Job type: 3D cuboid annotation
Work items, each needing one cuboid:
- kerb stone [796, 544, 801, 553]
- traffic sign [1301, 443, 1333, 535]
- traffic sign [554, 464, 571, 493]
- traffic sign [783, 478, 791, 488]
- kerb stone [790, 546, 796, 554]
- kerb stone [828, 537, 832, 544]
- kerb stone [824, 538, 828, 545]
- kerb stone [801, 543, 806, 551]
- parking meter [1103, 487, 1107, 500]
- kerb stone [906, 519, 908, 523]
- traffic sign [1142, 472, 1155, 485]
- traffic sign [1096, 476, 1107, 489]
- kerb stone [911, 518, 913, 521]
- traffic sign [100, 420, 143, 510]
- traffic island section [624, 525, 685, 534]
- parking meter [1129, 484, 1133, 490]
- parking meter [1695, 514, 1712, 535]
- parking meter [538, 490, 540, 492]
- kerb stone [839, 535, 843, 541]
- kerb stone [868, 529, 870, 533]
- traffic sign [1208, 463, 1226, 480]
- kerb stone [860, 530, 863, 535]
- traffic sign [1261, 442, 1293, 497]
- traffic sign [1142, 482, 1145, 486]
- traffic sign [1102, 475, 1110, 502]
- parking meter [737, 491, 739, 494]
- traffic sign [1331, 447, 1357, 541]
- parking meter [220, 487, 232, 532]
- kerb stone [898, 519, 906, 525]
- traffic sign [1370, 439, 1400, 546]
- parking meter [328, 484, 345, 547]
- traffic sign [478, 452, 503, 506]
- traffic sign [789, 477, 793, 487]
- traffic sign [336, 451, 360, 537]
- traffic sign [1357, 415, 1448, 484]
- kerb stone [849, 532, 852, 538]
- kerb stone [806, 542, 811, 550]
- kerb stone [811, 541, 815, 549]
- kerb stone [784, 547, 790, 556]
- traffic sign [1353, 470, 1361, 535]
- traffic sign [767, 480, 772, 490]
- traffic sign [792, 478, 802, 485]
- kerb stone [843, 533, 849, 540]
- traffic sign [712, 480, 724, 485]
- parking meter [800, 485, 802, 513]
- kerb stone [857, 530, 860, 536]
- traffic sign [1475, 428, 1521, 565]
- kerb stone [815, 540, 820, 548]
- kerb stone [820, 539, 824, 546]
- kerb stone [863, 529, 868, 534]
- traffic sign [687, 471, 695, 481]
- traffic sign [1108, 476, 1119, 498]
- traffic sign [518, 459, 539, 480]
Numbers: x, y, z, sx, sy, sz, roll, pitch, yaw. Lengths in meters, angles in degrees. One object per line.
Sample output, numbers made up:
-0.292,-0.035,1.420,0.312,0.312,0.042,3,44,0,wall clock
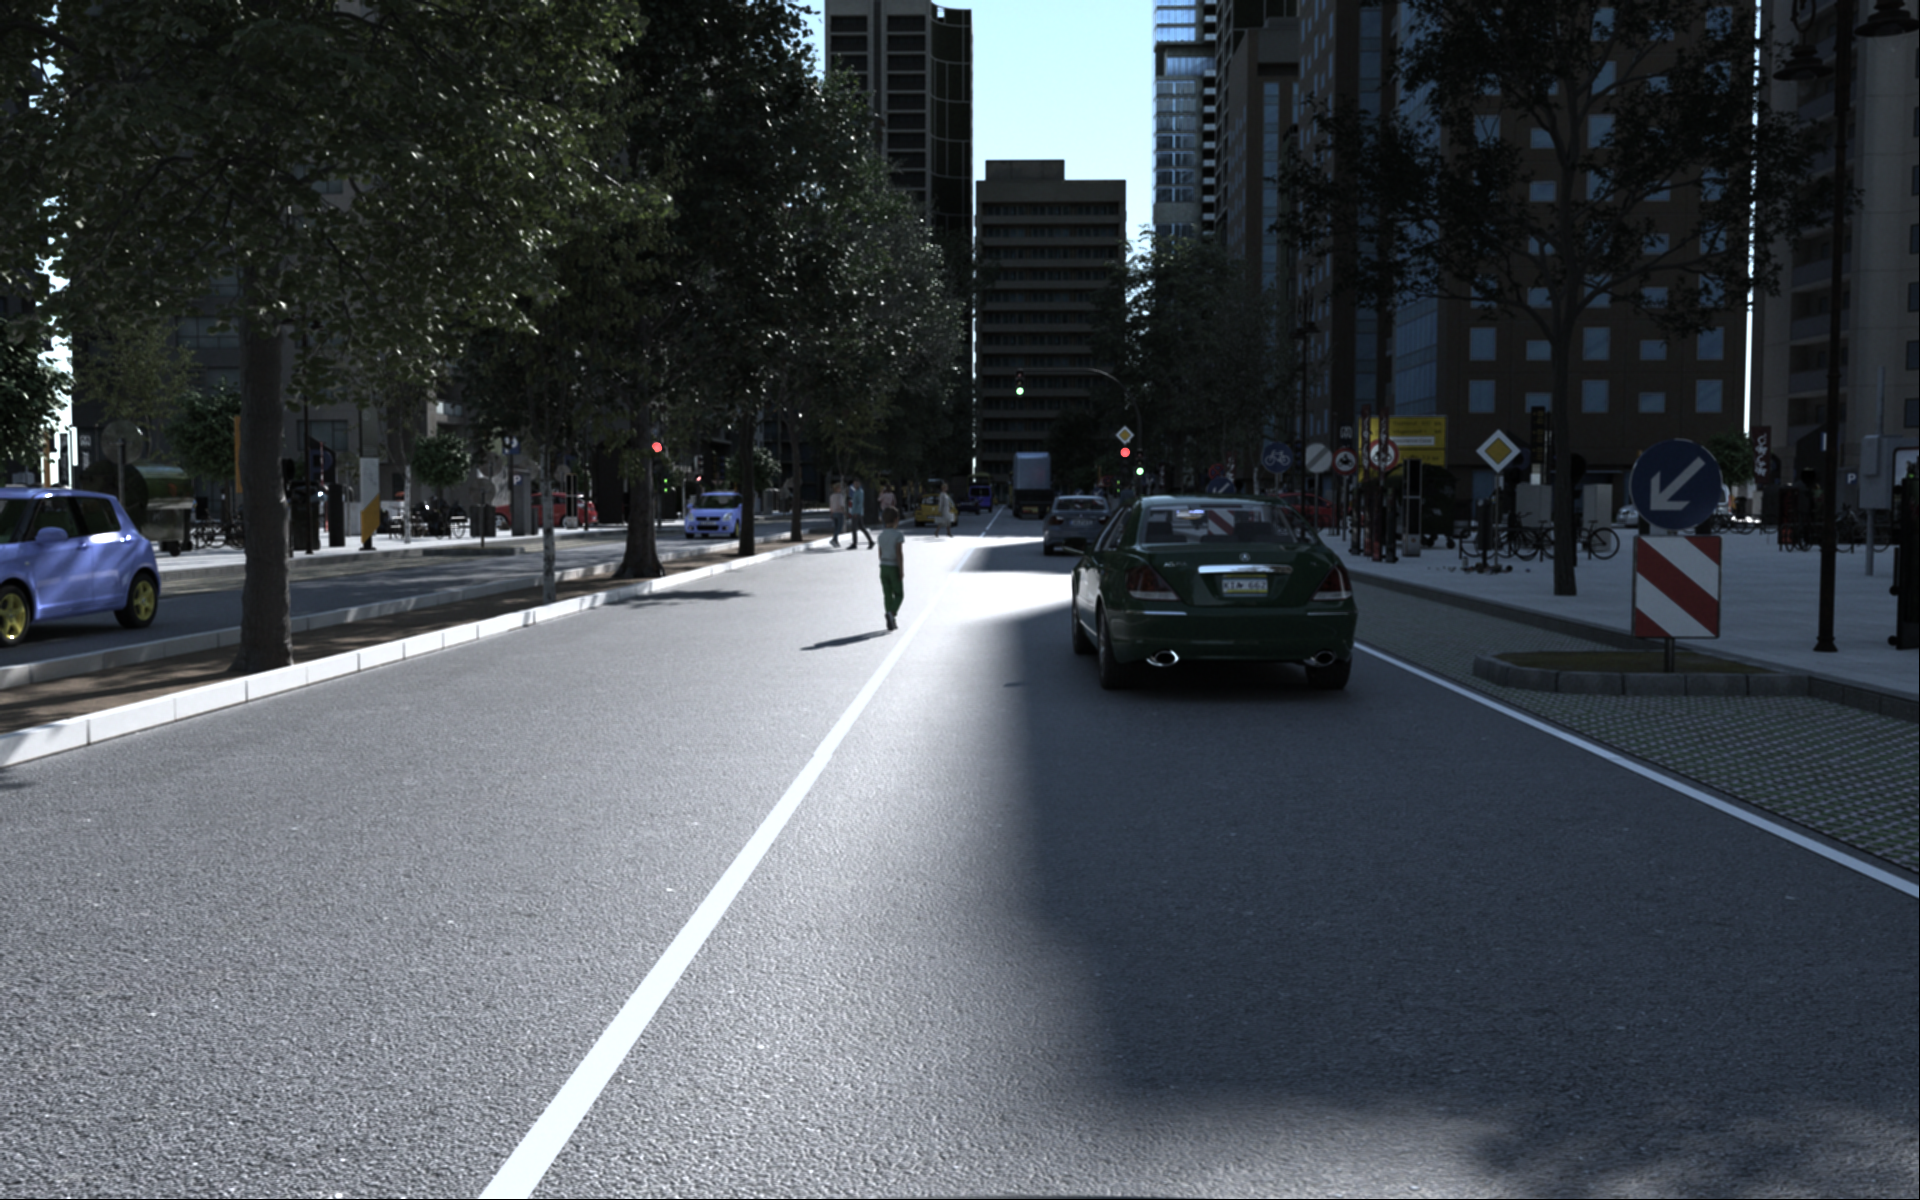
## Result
-4.054,-1.224,42.214,0.120,0.150,1.000,0,4,2,kerb stone
8.872,-2.629,43.087,0.768,2.556,0.104,0,4,7,traffic sign
-17.011,-4.523,74.049,0.768,2.556,0.104,0,4,5,traffic sign
-13.901,-8.542,139.668,0.884,2.594,0.081,0,4,3,traffic sign
-4.093,-1.161,41.185,0.120,0.150,1.000,0,4,2,kerb stone
-3.841,-1.663,49.379,0.120,0.150,1.000,0,4,2,kerb stone
-3.874,-1.600,48.350,0.120,0.150,1.000,0,4,2,kerb stone
-4.025,-1.287,43.235,0.120,0.150,1.000,0,4,2,kerb stone
10.276,-7.188,123.235,0.399,1.863,0.255,-2,4,-27,parking meter
-2.774,-3.820,84.685,0.120,0.150,1.000,0,4,2,kerb stone
10.714,-6.022,98.561,0.768,2.556,0.104,1,4,9,traffic sign
10.100,-7.514,122.859,0.884,2.594,0.081,1,4,10,traffic sign
-2.649,-4.073,88.786,0.120,0.150,1.000,0,4,2,kerb stone
-14.396,-1.812,29.738,0.768,2.556,0.104,0,4,5,traffic sign
-11.059,-2.528,63.615,2.009,0.180,2.903,0,4,2,traffic island section
9.813,-5.783,100.271,0.399,1.863,0.255,3,5,39,parking meter
18.629,-2.139,43.378,0.372,1.533,0.369,0,3,0,parking meter
-23.568,-5.389,96.519,0.372,1.533,0.369,0,3,0,parking meter
-3.739,-1.850,52.449,0.120,0.150,1.000,0,4,2,kerb stone
-3.440,-2.477,62.690,0.120,0.150,1.000,0,4,2,kerb stone
10.632,-4.370,71.550,0.768,2.556,0.104,0,4,5,traffic sign
-3.528,-2.282,59.612,0.120,0.150,1.000,0,4,2,kerb stone
7.751,-2.585,42.370,0.768,2.556,0.104,0,4,5,traffic sign
13.088,-7.409,121.244,0.768,2.556,0.104,0,4,2,traffic sign
9.923,-7.113,116.398,0.768,2.556,0.104,1,4,10,traffic sign
-17.757,-7.896,137.515,0.372,1.533,0.369,0,3,0,parking meter
10.458,-2.873,47.072,0.768,2.556,0.104,0,4,8,traffic sign
-24.791,-3.063,58.490,0.372,1.533,0.369,0,3,0,parking meter
-2.810,-3.760,83.664,0.120,0.150,1.000,0,4,2,kerb stone
9.606,-2.408,39.470,0.768,2.556,0.104,0,4,6,traffic sign
-15.186,-2.066,42.190,0.372,1.533,0.369,0,3,0,parking meter
-14.109,-3.175,52.017,0.768,2.556,0.104,0,4,6,traffic sign
-12.203,-7.761,127.004,0.768,2.556,0.104,0,4,7,traffic sign
-18.288,-3.159,51.760,0.768,2.556,0.104,0,4,5,traffic sign
11.450,-3.123,44.941,2.265,3.308,0.079,1,4,9,traffic sign
-3.654,-2.037,55.519,0.120,0.150,1.000,0,4,2,kerb stone
-3.994,-1.350,44.264,0.120,0.150,1.000,0,4,2,kerb stone
-3.972,-1.412,45.285,0.120,0.150,1.000,0,4,2,kerb stone
-4.119,-1.099,40.159,0.120,0.150,1.000,0,4,2,kerb stone
12.457,-3.291,53.917,0.768,2.556,0.104,0,4,3,traffic sign
-14.045,-7.610,126.554,0.606,2.300,0.079,0,4,5,traffic sign
-11.739,-7.621,124.717,0.768,2.556,0.104,0,4,4,traffic sign
-3.685,-1.972,54.497,0.120,0.150,1.000,0,4,2,kerb stone
-13.879,-6.059,99.172,0.768,2.556,0.104,1,4,10,traffic sign
-10.944,-6.832,117.410,0.399,1.863,0.255,0,4,6,parking meter
-3.565,-2.224,58.590,0.120,0.150,1.000,0,4,2,kerb stone
9.472,-1.796,30.544,0.795,2.450,0.064,0,4,6,traffic sign
-3.933,-1.475,46.307,0.120,0.150,1.000,0,4,2,kerb stone
-3.901,-1.531,47.328,0.120,0.150,1.000,0,4,2,kerb stone
-3.474,-2.413,61.669,0.120,0.150,1.000,0,4,2,kerb stone
-15.001,-5.948,97.348,0.768,2.556,0.104,0,4,7,traffic sign
10.196,-6.994,114.461,0.768,2.556,0.104,1,4,11,traffic sign
-15.604,-3.824,62.632,0.768,2.556,0.104,0,4,5,traffic sign
